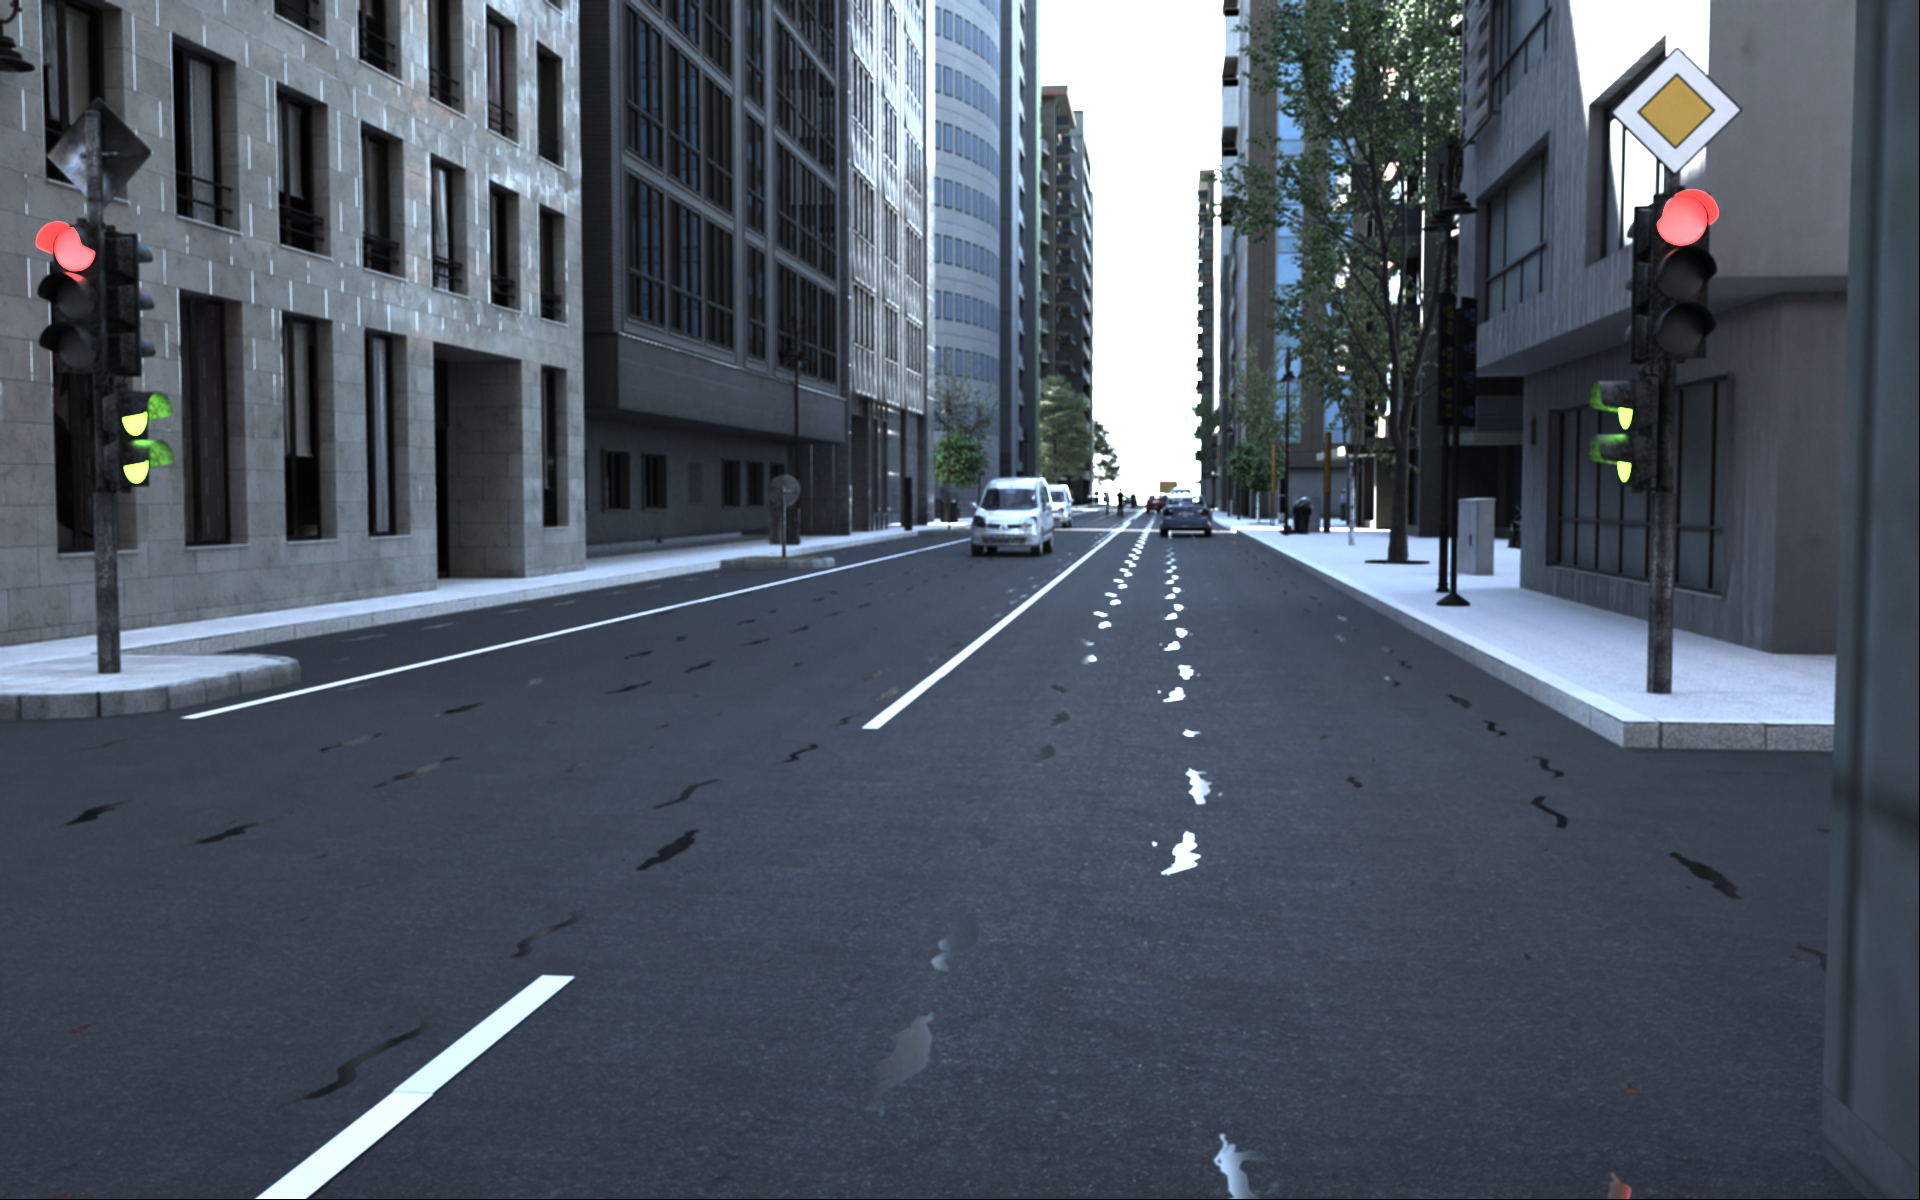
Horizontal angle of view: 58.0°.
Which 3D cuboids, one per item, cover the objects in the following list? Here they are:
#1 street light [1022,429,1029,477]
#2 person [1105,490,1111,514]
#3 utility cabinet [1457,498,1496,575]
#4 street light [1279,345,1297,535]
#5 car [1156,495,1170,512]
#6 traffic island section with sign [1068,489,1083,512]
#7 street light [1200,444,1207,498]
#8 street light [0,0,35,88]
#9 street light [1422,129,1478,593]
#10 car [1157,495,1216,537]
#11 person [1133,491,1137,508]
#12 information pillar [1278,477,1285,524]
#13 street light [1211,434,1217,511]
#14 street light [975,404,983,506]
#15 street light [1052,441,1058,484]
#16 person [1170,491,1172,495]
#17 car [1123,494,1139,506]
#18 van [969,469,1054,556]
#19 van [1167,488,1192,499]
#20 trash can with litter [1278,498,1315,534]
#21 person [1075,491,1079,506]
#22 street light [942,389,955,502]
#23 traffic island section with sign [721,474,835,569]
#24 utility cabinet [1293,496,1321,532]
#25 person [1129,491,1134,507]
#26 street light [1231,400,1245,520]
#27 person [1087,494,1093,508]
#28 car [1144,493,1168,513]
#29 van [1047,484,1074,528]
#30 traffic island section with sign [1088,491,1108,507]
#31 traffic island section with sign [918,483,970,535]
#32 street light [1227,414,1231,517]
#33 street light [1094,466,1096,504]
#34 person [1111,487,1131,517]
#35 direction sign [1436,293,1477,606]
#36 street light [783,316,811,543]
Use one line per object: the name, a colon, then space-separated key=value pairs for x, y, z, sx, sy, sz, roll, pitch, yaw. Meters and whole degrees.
street light: x=4.565 y=-9.014 z=120.161 sx=0.468 sy=5.910 sz=1.993 roll=0 pitch=4 yaw=7
person: x=10.690 y=-7.044 z=124.602 sx=0.436 sy=1.711 sz=0.756 roll=3 pitch=5 yaw=43
utility cabinet: x=8.263 y=-1.016 z=27.776 sx=0.306 sy=1.237 sz=1.020 roll=0 pitch=4 yaw=-1
street light: x=10.162 y=-4.954 z=53.787 sx=0.468 sy=5.910 sz=1.993 roll=0 pitch=4 yaw=7
car: x=16.445 y=-7.600 z=136.628 sx=2.083 sy=1.381 sz=4.827 roll=0 pitch=4 yaw=7
traffic island section with sign: x=8.786 y=-7.921 z=138.142 sx=1.989 sy=1.847 sz=2.006 roll=0 pitch=4 yaw=7
street light: x=22.741 y=-11.521 z=161.154 sx=0.468 sy=5.910 sz=1.993 roll=0 pitch=4 yaw=7
street light: x=-7.967 y=-2.500 z=13.671 sx=0.468 sy=5.910 sz=1.993 roll=0 pitch=4 yaw=7
street light: x=6.316 y=-3.039 z=22.473 sx=0.468 sy=5.910 sz=1.993 roll=0 pitch=4 yaw=7
car: x=7.800 y=-2.919 z=59.736 sx=2.014 sy=1.417 sz=4.499 roll=0 pitch=4 yaw=8
person: x=18.088 y=-10.347 z=178.483 sx=0.445 sy=1.727 sz=0.742 roll=-3 pitch=5 yaw=-40
information pillar: x=14.032 y=-4.343 z=75.508 sx=0.304 sy=2.012 sz=0.304 roll=0 pitch=4 yaw=1
street light: x=19.029 y=-9.605 z=129.824 sx=0.468 sy=5.910 sz=1.993 roll=0 pitch=4 yaw=7
street light: x=0.987 y=-7.096 z=88.815 sx=0.468 sy=5.910 sz=1.993 roll=0 pitch=4 yaw=7
street light: x=8.337 y=-10.943 z=151.711 sx=0.468 sy=5.910 sz=1.993 roll=0 pitch=4 yaw=7
person: x=17.937 y=-8.417 z=146.840 sx=1.217 sy=1.743 sz=0.721 roll=-1 pitch=4 yaw=-12
car: x=21.055 y=-12.533 z=213.712 sx=1.959 sy=1.807 sz=4.718 roll=0 pitch=4 yaw=5
van: x=1.286 y=-2.109 z=41.497 sx=2.013 sy=2.044 sz=4.112 roll=1 pitch=4 yaw=9
van: x=15.186 y=-6.833 z=118.730 sx=2.013 sy=2.044 sz=4.112 roll=0 pitch=4 yaw=8
trash can with litter: x=10.783 y=-2.698 z=55.502 sx=1.055 sy=1.170 sz=0.624 roll=-2 pitch=4 yaw=-24
person: x=12.438 y=-10.768 z=183.561 sx=0.415 sy=1.643 sz=0.593 roll=-1 pitch=4 yaw=-17
street light: x=-0.519 y=-6.340 z=76.443 sx=0.468 sy=5.910 sz=1.993 roll=0 pitch=4 yaw=7
traffic island section with sign: x=-3.544 y=-1.569 z=34.287 sx=1.989 sy=1.847 sz=2.006 roll=0 pitch=4 yaw=7
utility cabinet: x=11.604 y=-2.864 z=57.980 sx=1.020 sy=1.237 sz=0.306 roll=-2 pitch=4 yaw=-33
person: x=18.636 y=-10.951 z=188.261 sx=0.721 sy=1.735 sz=1.217 roll=-1 pitch=4 yaw=-14
street light: x=13.754 y=-6.882 z=85.302 sx=0.468 sy=5.910 sz=1.993 roll=0 pitch=4 yaw=7
person: x=13.210 y=-10.055 z=176.090 sx=0.799 sy=1.438 sz=0.628 roll=2 pitch=4 yaw=27
car: x=14.800 y=-7.359 z=129.365 sx=2.155 sy=1.783 sz=4.494 roll=0 pitch=4 yaw=7
van: x=3.871 y=-4.089 z=73.866 sx=2.013 sy=2.044 sz=4.112 roll=0 pitch=4 yaw=7
traffic island section with sign: x=15.332 y=-11.294 z=193.287 sx=1.989 sy=1.847 sz=2.006 roll=0 pitch=4 yaw=7
traffic island section with sign: x=-0.368 y=-3.207 z=61.055 sx=1.989 sy=1.847 sz=2.006 roll=0 pitch=4 yaw=7
street light: x=15.302 y=-7.680 z=98.357 sx=0.468 sy=5.910 sz=1.993 roll=0 pitch=4 yaw=7
street light: x=18.280 y=-16.019 z=234.693 sx=0.468 sy=5.910 sz=1.993 roll=0 pitch=4 yaw=7
person: x=10.111 y=-6.174 z=109.075 sx=1.348 sy=1.869 sz=0.705 roll=2 pitch=4 yaw=28
direction sign: x=5.694 y=-1.706 z=19.889 sx=0.379 sy=3.537 sz=0.876 roll=3 pitch=5 yaw=43
street light: x=-4.238 y=-4.417 z=44.999 sx=0.468 sy=5.910 sz=1.993 roll=0 pitch=4 yaw=7
